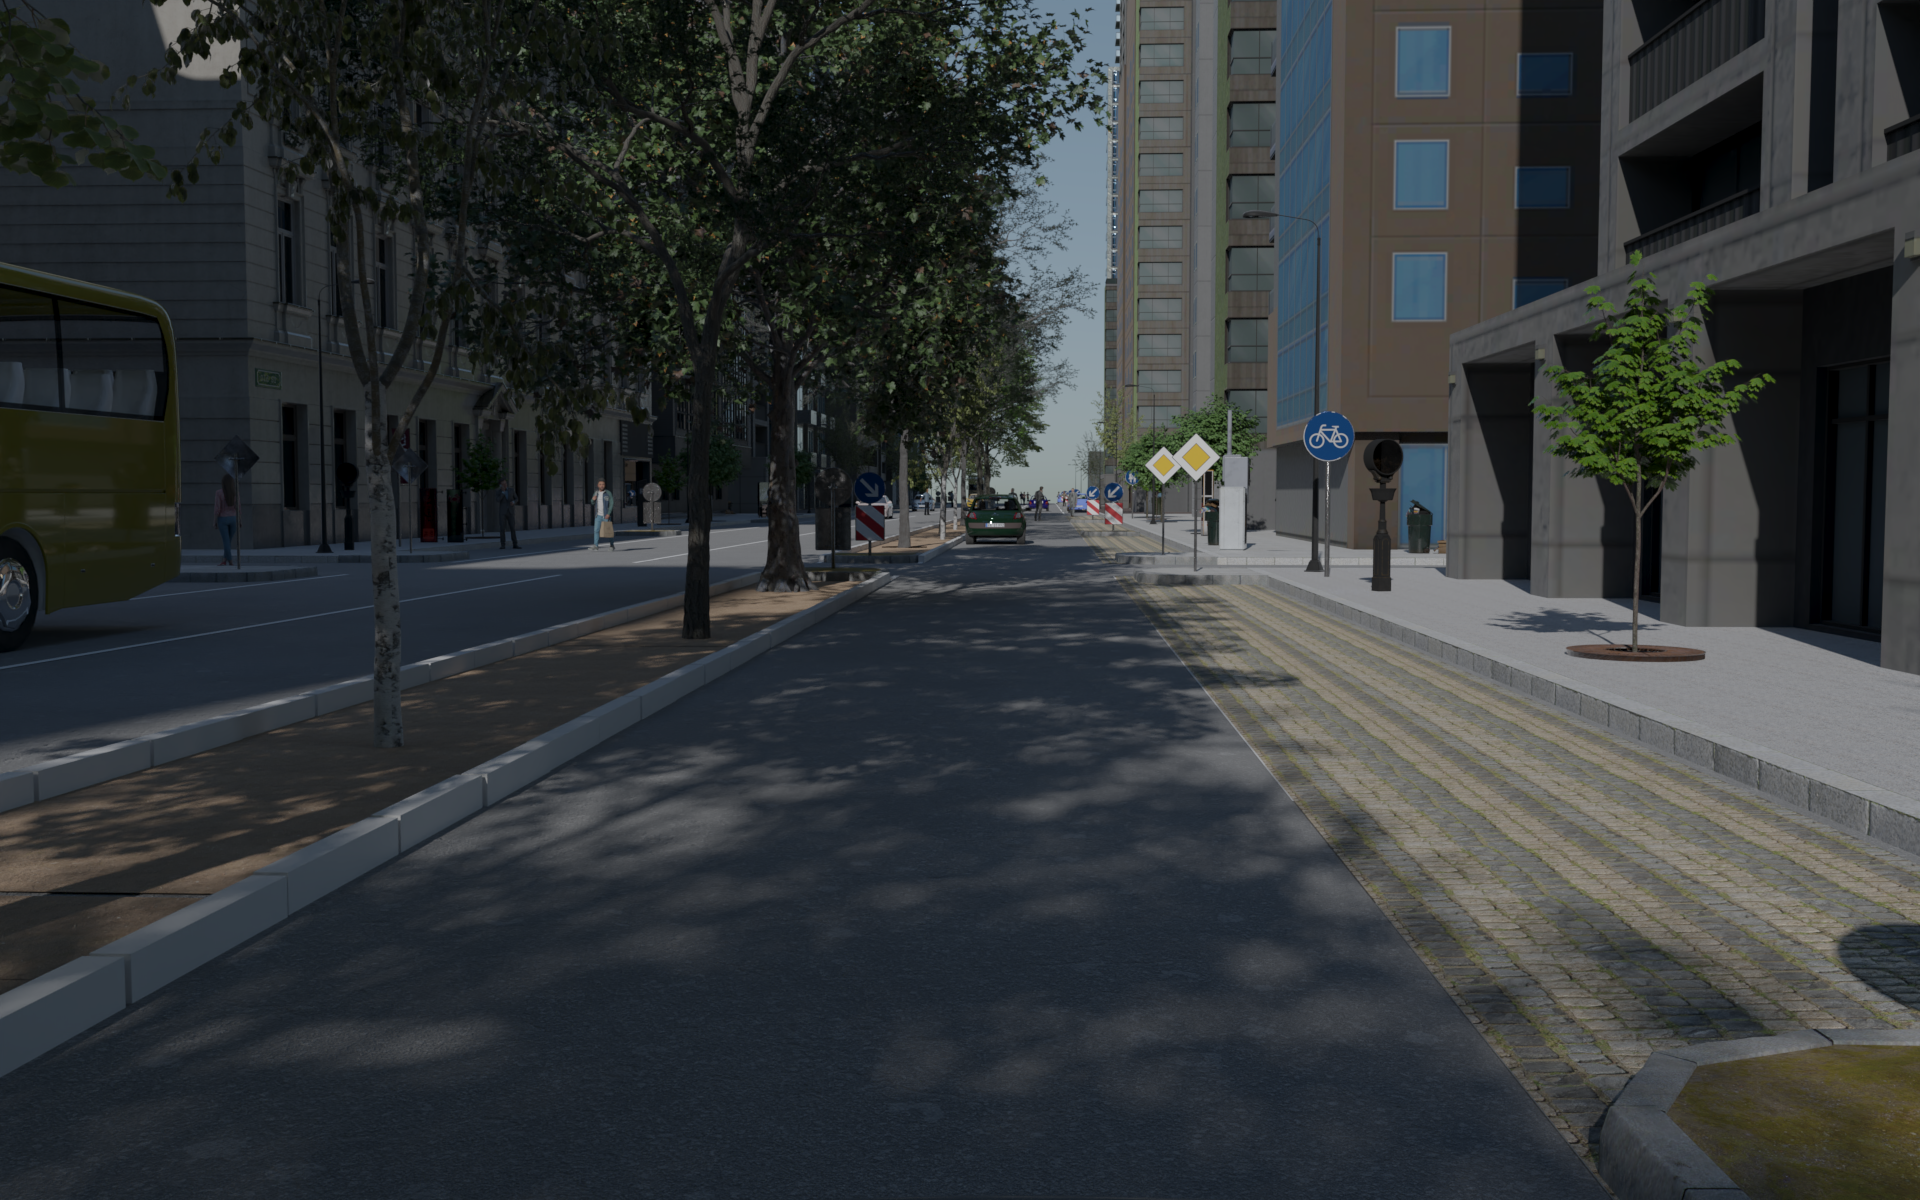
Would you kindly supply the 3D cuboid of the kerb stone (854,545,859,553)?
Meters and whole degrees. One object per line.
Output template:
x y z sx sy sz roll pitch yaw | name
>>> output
-2.626 -1.200 41.850 0.120 0.150 1.000 0 4 3 | kerb stone

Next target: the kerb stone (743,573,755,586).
-3.371 -0.293 26.984 0.120 0.150 1.000 0 4 3 | kerb stone

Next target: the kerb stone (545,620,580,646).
-3.889 0.334 16.736 0.120 0.150 1.000 0 4 3 | kerb stone

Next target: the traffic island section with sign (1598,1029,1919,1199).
2.308 0.338 3.097 1.989 1.847 2.006 0 4 3 | traffic island section with sign

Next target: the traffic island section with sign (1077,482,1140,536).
5.144 -3.114 59.546 1.989 1.847 2.006 0 4 3 | traffic island section with sign

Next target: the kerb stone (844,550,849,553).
-2.722 -1.073 39.805 0.120 0.150 1.000 0 4 3 | kerb stone

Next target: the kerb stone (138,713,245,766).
-4.247 0.773 9.552 0.120 0.150 1.000 0 4 3 | kerb stone

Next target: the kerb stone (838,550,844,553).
-2.773 -1.011 38.780 0.120 0.150 1.000 0 4 3 | kerb stone

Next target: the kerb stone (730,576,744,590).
-3.425 -0.230 25.961 0.120 0.150 1.000 0 4 3 | kerb stone

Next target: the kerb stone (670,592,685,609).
-3.635 0.029 21.857 0.120 0.150 1.000 0 4 3 | kerb stone

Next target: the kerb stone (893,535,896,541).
-2.106 -1.830 52.112 0.120 0.150 1.000 0 4 3 | kerb stone

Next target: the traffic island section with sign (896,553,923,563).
-1.837 -1.743 36.629 2.006 1.907 1.989 0 4 3 | traffic island section with sign

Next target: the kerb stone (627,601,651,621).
-3.734 0.146 19.810 0.120 0.150 1.000 0 4 3 | kerb stone

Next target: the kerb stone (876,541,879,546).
-2.368 -1.515 46.972 0.120 0.150 1.000 0 4 3 | kerb stone

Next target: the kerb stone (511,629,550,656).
-3.941 0.397 15.702 0.120 0.150 1.000 0 4 3 | kerb stone

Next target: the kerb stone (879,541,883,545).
-2.317 -1.579 48.009 0.120 0.150 1.000 0 4 3 | kerb stone

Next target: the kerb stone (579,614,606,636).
-3.839 0.274 17.758 0.120 0.150 1.000 0 4 3 | kerb stone

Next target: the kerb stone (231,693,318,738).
-4.209 0.714 10.574 0.120 0.150 1.000 0 4 3 | kerb stone

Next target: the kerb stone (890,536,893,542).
-2.165 -1.767 51.089 0.120 0.150 1.000 0 4 3 | kerb stone

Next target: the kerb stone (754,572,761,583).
-3.333 -0.355 28.007 0.120 0.150 1.000 0 4 3 | kerb stone

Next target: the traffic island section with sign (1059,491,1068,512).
9.046 -7.827 136.604 1.989 1.847 2.006 0 4 3 | traffic island section with sign

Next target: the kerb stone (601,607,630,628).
-3.788 0.209 18.783 0.120 0.150 1.000 0 4 3 | kerb stone

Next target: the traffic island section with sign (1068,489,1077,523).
6.511 -4.761 86.467 1.989 1.847 2.006 0 4 3 | traffic island section with sign

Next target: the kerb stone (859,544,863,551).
-2.573 -1.265 42.876 0.120 0.150 1.000 0 4 3 | kerb stone

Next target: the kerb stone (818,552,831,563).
-2.881 -0.889 36.734 0.120 0.150 1.000 0 4 3 | kerb stone

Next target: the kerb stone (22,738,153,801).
-4.304 0.836 8.526 0.120 0.150 1.000 0 4 3 | kerb stone

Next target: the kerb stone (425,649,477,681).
-4.051 0.523 13.646 0.120 0.150 1.000 0 4 3 | kerb stone

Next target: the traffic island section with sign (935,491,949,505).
-2.722 -12.878 219.185 1.989 1.847 2.006 0 4 3 | traffic island section with sign

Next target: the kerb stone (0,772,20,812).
-4.361 0.899 7.499 0.120 0.150 1.000 0 4 3 | kerb stone

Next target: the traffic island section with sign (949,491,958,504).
-1.361 -14.525 246.106 1.989 1.847 2.006 0 4 3 | traffic island section with sign

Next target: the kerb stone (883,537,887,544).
-2.256 -1.641 49.032 0.120 0.150 1.000 0 4 3 | kerb stone

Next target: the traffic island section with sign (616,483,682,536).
-10.760 -3.152 60.159 1.989 1.847 2.006 0 4 3 | traffic island section with sign

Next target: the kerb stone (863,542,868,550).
-2.511 -1.327 43.897 0.120 0.150 1.000 0 4 3 | kerb stone

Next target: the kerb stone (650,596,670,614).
-3.688 0.085 20.836 0.120 0.150 1.000 0 4 3 | kerb stone

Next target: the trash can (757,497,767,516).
-11.285 -5.358 99.249 0.748 1.137 0.748 0 3 0 | trash can

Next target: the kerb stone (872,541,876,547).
-2.415 -1.451 45.951 0.120 0.150 1.000 0 4 3 | kerb stone

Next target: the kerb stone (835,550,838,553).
-2.832 -0.951 37.754 0.120 0.150 1.000 0 4 3 | kerb stone

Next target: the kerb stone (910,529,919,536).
-1.631 -2.388 61.304 0.120 0.150 1.000 0 4 3 | kerb stone

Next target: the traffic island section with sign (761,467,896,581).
-2.221 -1.290 29.232 2.006 1.907 1.989 0 4 3 | traffic island section with sign

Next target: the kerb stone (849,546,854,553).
-2.678 -1.139 40.826 0.120 0.150 1.000 0 4 3 | kerb stone

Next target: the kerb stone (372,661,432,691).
-4.107 0.586 12.622 0.120 0.150 1.000 0 4 3 | kerb stone

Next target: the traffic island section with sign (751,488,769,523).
-9.396 -4.798 87.080 1.989 1.847 2.006 0 4 3 | traffic island section with sign

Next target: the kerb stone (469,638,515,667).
-4.002 0.460 14.667 0.120 0.150 1.000 0 4 3 | kerb stone

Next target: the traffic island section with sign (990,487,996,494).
1.948 -6.333 111.673 2.006 1.907 1.989 0 4 3 | traffic island section with sign

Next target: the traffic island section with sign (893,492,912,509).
-5.492 -9.523 164.335 1.989 1.847 2.006 0 4 3 | traffic island section with sign

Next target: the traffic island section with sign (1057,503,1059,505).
10.414 -9.474 163.525 1.989 1.847 2.006 0 4 3 | traffic island section with sign

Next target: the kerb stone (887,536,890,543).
-2.201 -1.704 50.059 0.120 0.150 1.000 0 4 3 | kerb stone

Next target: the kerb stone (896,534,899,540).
-2.048 -1.888 53.132 0.120 0.150 1.000 0 4 3 | kerb stone

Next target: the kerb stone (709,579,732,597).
-3.476 -0.161 24.927 0.120 0.150 1.000 0 4 3 | kerb stone

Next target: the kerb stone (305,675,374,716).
-4.151 0.648 11.599 0.120 0.150 1.000 0 4 3 | kerb stone
